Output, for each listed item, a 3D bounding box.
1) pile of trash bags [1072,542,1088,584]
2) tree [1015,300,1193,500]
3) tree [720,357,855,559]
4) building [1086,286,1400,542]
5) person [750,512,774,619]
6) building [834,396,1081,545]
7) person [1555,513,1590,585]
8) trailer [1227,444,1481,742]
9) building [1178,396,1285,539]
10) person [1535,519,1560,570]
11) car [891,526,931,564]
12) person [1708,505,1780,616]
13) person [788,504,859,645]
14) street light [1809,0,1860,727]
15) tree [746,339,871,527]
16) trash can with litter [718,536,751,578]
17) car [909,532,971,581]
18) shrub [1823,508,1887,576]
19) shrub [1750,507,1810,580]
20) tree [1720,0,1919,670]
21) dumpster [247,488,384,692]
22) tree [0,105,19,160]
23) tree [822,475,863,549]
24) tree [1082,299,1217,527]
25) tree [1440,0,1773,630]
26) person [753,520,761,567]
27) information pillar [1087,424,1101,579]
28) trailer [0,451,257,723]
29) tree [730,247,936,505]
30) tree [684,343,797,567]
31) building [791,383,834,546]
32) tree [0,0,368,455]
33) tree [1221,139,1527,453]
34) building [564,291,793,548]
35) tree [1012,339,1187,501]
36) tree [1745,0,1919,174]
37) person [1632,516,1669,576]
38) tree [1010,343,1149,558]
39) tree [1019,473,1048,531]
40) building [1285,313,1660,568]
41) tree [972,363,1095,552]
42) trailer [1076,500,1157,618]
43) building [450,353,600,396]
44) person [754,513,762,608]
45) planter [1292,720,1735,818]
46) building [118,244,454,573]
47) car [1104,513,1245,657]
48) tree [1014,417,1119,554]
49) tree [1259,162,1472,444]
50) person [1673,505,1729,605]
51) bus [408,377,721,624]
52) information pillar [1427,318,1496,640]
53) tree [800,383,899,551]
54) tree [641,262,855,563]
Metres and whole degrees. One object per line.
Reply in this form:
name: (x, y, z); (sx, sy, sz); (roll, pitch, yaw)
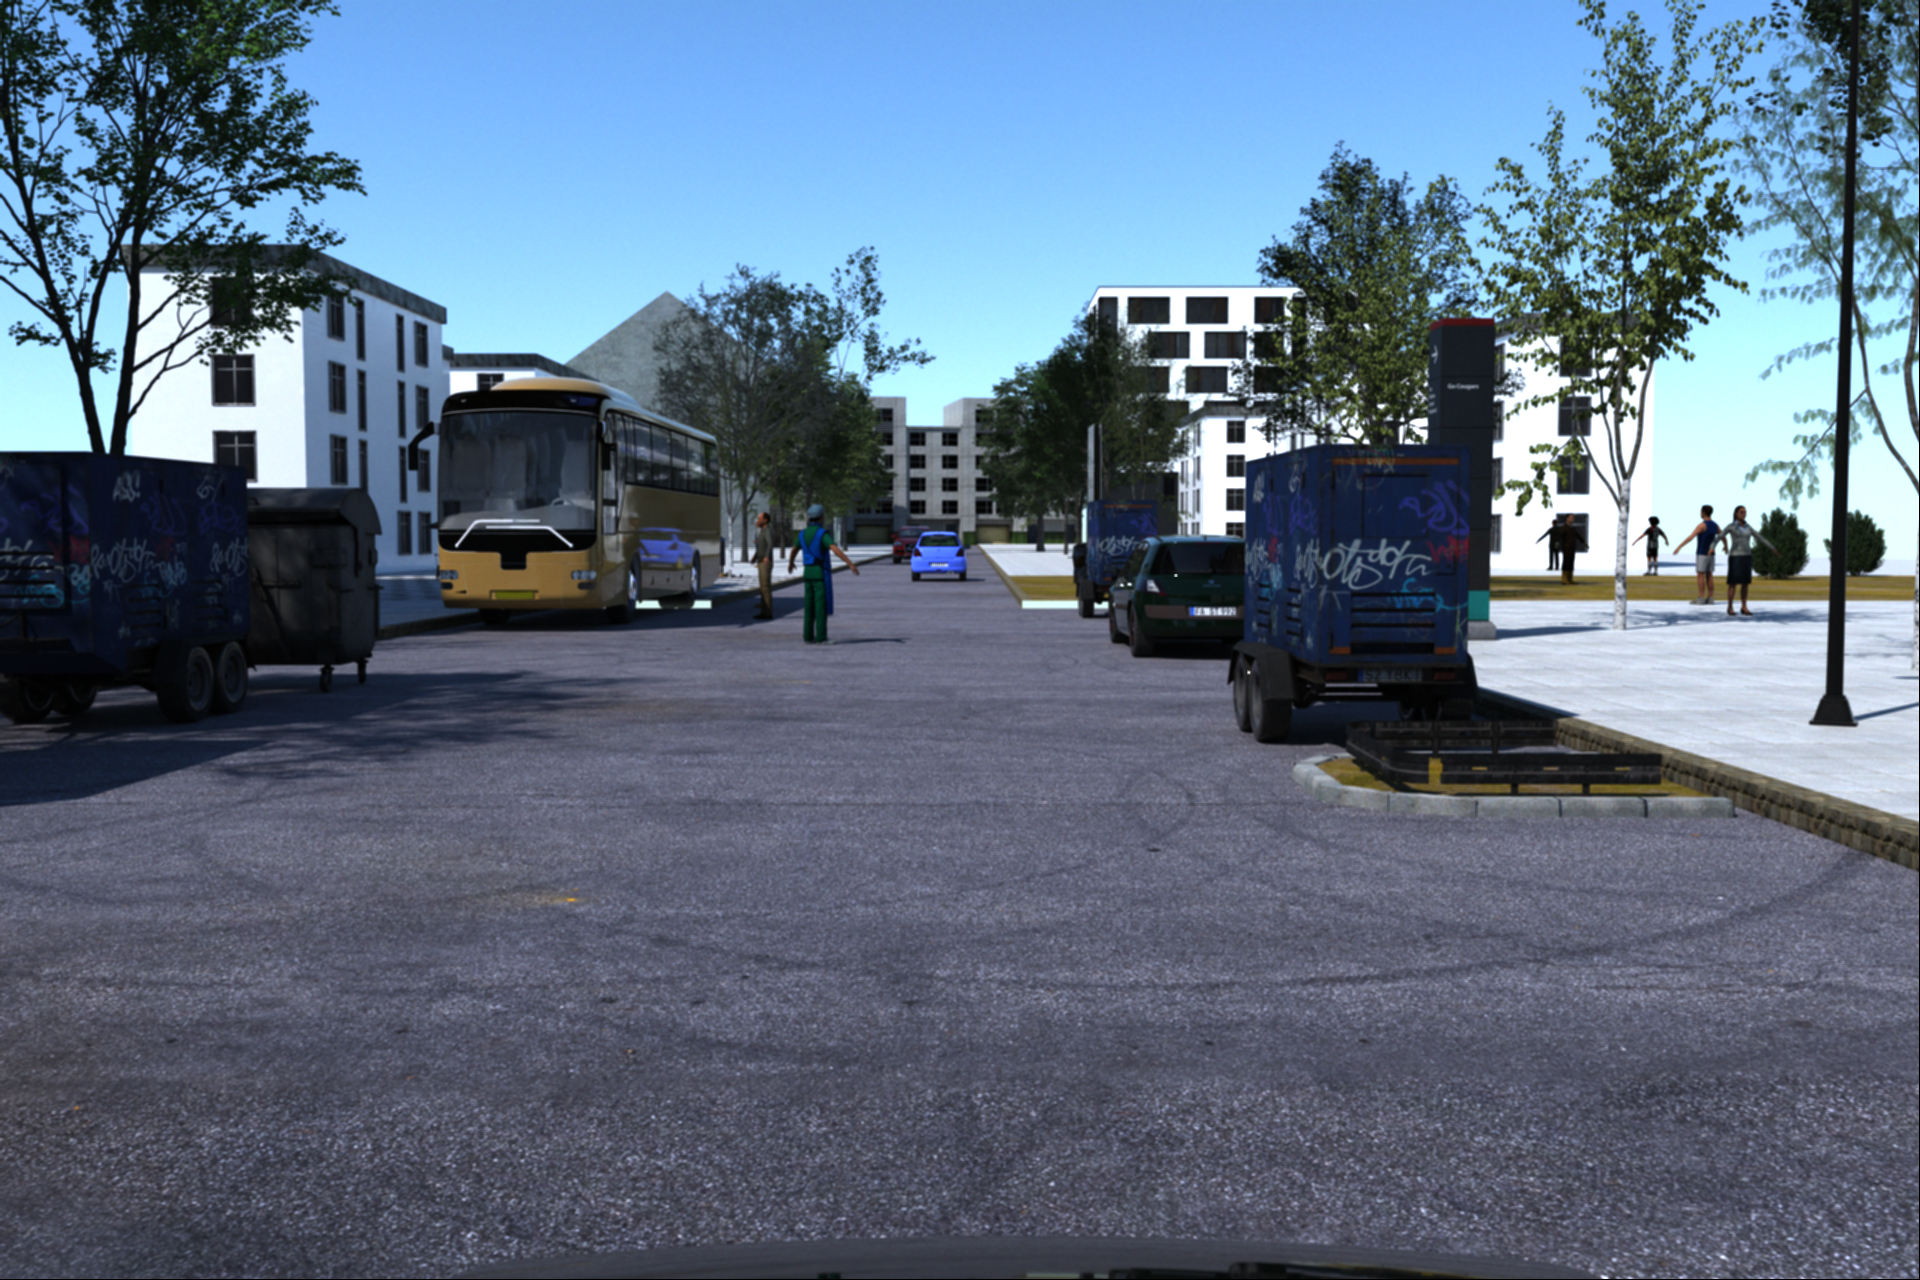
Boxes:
pile of trash bags: (3.860, -2.152, 44.933); (1.912, 1.369, 3.447); (0, 4, 1)
tree: (5.740, -8.291, 69.966); (7.601, 10.594, 8.767); (-1, 4, -12)
tree: (-9.068, -9.536, 90.322); (8.767, 10.594, 7.601); (2, 4, 28)
building: (25.432, -19.278, 159.171); (27.936, 21.610, 32.646); (0, 4, 0)
person: (-3.315, -1.253, 29.220); (0.705, 1.796, 1.348); (-1, 4, -16)
building: (-1.000, -22.132, 230.768); (31.486, 18.905, 16.747); (-1, 4, -9)
person: (15.410, -2.301, 43.756); (1.346, 1.812, 0.704); (-3, 4, -36)
trailer: (2.731, -0.360, 12.939); (1.471, 1.999, 3.904); (0, 4, -1)
building: (20.505, -10.514, 114.048); (9.099, 9.664, 28.070); (0, 4, 0)
person: (21.061, -3.376, 61.430); (1.346, 1.802, 0.704); (-1, 4, -13)
car: (-2.228, -4.681, 85.215); (2.281, 1.827, 5.304); (0, 3, 0)
person: (12.330, -1.251, 27.289); (1.217, 1.735, 0.721); (-1, 4, -9)
person: (-1.840, -0.854, 22.549); (1.347, 1.817, 0.704); (3, 5, 45)
street light: (6.447, -2.384, 11.521); (1.470, 5.913, 1.316); (0, 3, 0)
tree: (-8.826, -11.159, 100.580); (7.486, 12.596, 7.792); (0, 3, 0)
trash can with litter: (-6.974, -2.488, 51.735); (1.678, 1.210, 2.233); (0, 4, 1)
car: (-0.636, -2.698, 53.706); (1.945, 1.707, 3.694); (0, 4, 0)
shrub: (27.213, -2.972, 52.641); (1.661, 2.075, 1.752); (0, 3, 0)
shrub: (23.035, -2.734, 48.740); (1.661, 2.075, 1.752); (0, 3, 0)
tree: (8.953, -4.008, 15.894); (4.360, 8.622, 3.978); (0, 3, 0)
dumpster: (-6.446, -0.482, 16.092); (1.865, 1.857, 1.264); (0, 3, 0)
tree: (-12.270, -4.124, 17.783); (4.737, 8.622, 4.395); (0, 3, 0)
tree: (-9.503, -11.343, 135.820); (4.360, 8.622, 3.978); (0, 3, 0)
tree: (5.629, -6.368, 54.477); (4.360, 8.622, 3.978); (0, 3, 0)
tree: (8.833, -4.457, 23.237); (4.737, 8.622, 4.395); (0, 3, 0)
person: (-7.780, -3.722, 66.707); (0.705, 1.847, 1.347); (-1, 4, -12)
information pillar: (2.924, -2.838, 37.711); (0.184, 3.620, 1.656); (0, 3, 0)
trailer: (-6.499, -0.348, 12.739); (1.471, 1.999, 3.904); (0, 3, 0)
tree: (-8.318, -15.759, 113.546); (12.611, 20.169, 13.585); (0, 3, 0)
tree: (-9.092, -7.159, 67.413); (4.360, 8.622, 3.978); (0, 3, 0)
building: (-24.219, -20.627, 203.709); (16.747, 18.905, 31.486); (0, 4, -1)
tree: (-12.986, -6.139, 26.130); (9.928, 11.665, 9.643); (0, 3, 0)
tree: (9.799, -6.556, 41.607); (7.601, 10.594, 8.767); (0, 4, 5)
building: (-26.347, -20.493, 165.983); (19.493, 23.208, 18.063); (0, 4, 1)
tree: (6.366, -8.912, 80.121); (8.767, 10.594, 7.601); (1, 4, 10)
tree: (24.759, -11.210, 39.171); (12.611, 20.169, 13.585); (0, 3, 0)
person: (21.360, -2.894, 53.465); (1.345, 1.843, 0.704); (-1, 4, -18)
tree: (6.377, -10.169, 92.022); (9.928, 11.665, 9.643); (0, 3, 0)
tree: (6.215, -11.598, 139.985); (4.737, 8.622, 4.395); (0, 3, 0)
building: (21.978, -8.420, 79.822); (9.099, 9.664, 28.070); (0, 3, 0)
tree: (5.770, -13.406, 125.839); (9.857, 13.997, 8.962); (0, 3, 0)
trailer: (2.786, -1.440, 30.601); (1.471, 1.999, 3.904); (0, 4, 0)
building: (-24.189, -9.325, 94.616); (9.099, 9.664, 28.070); (0, 3, 0)
person: (-3.856, -1.558, 33.791); (0.705, 1.847, 1.347); (-1, 4, -10)
planter: (2.935, 0.697, 9.747); (1.991, 0.319, 1.994); (0, 4, 1)
building: (-23.571, -7.474, 64.346); (9.099, 9.664, 28.070); (0, 4, 0)
car: (2.840, -0.719, 21.551); (2.009, 1.686, 4.222); (0, 4, 0)
tree: (6.980, -10.695, 109.282); (7.601, 10.594, 8.767); (-3, 4, -36)
tree: (8.222, -5.110, 33.914); (4.737, 8.622, 4.395); (0, 3, 0)
person: (13.555, -1.552, 31.539); (1.345, 1.807, 0.704); (-2, 4, -26)
bus: (-6.401, -2.403, 30.844); (2.896, 3.916, 12.252); (0, 4, 1)
information pillar: (6.089, -1.942, 21.132); (0.750, 3.857, 0.750); (0, 4, 1)
tree: (-8.336, -12.866, 128.484); (7.486, 12.596, 7.792); (0, 3, 0)
tree: (-9.586, -10.217, 77.419); (12.009, 13.543, 11.850); (0, 3, 0)
